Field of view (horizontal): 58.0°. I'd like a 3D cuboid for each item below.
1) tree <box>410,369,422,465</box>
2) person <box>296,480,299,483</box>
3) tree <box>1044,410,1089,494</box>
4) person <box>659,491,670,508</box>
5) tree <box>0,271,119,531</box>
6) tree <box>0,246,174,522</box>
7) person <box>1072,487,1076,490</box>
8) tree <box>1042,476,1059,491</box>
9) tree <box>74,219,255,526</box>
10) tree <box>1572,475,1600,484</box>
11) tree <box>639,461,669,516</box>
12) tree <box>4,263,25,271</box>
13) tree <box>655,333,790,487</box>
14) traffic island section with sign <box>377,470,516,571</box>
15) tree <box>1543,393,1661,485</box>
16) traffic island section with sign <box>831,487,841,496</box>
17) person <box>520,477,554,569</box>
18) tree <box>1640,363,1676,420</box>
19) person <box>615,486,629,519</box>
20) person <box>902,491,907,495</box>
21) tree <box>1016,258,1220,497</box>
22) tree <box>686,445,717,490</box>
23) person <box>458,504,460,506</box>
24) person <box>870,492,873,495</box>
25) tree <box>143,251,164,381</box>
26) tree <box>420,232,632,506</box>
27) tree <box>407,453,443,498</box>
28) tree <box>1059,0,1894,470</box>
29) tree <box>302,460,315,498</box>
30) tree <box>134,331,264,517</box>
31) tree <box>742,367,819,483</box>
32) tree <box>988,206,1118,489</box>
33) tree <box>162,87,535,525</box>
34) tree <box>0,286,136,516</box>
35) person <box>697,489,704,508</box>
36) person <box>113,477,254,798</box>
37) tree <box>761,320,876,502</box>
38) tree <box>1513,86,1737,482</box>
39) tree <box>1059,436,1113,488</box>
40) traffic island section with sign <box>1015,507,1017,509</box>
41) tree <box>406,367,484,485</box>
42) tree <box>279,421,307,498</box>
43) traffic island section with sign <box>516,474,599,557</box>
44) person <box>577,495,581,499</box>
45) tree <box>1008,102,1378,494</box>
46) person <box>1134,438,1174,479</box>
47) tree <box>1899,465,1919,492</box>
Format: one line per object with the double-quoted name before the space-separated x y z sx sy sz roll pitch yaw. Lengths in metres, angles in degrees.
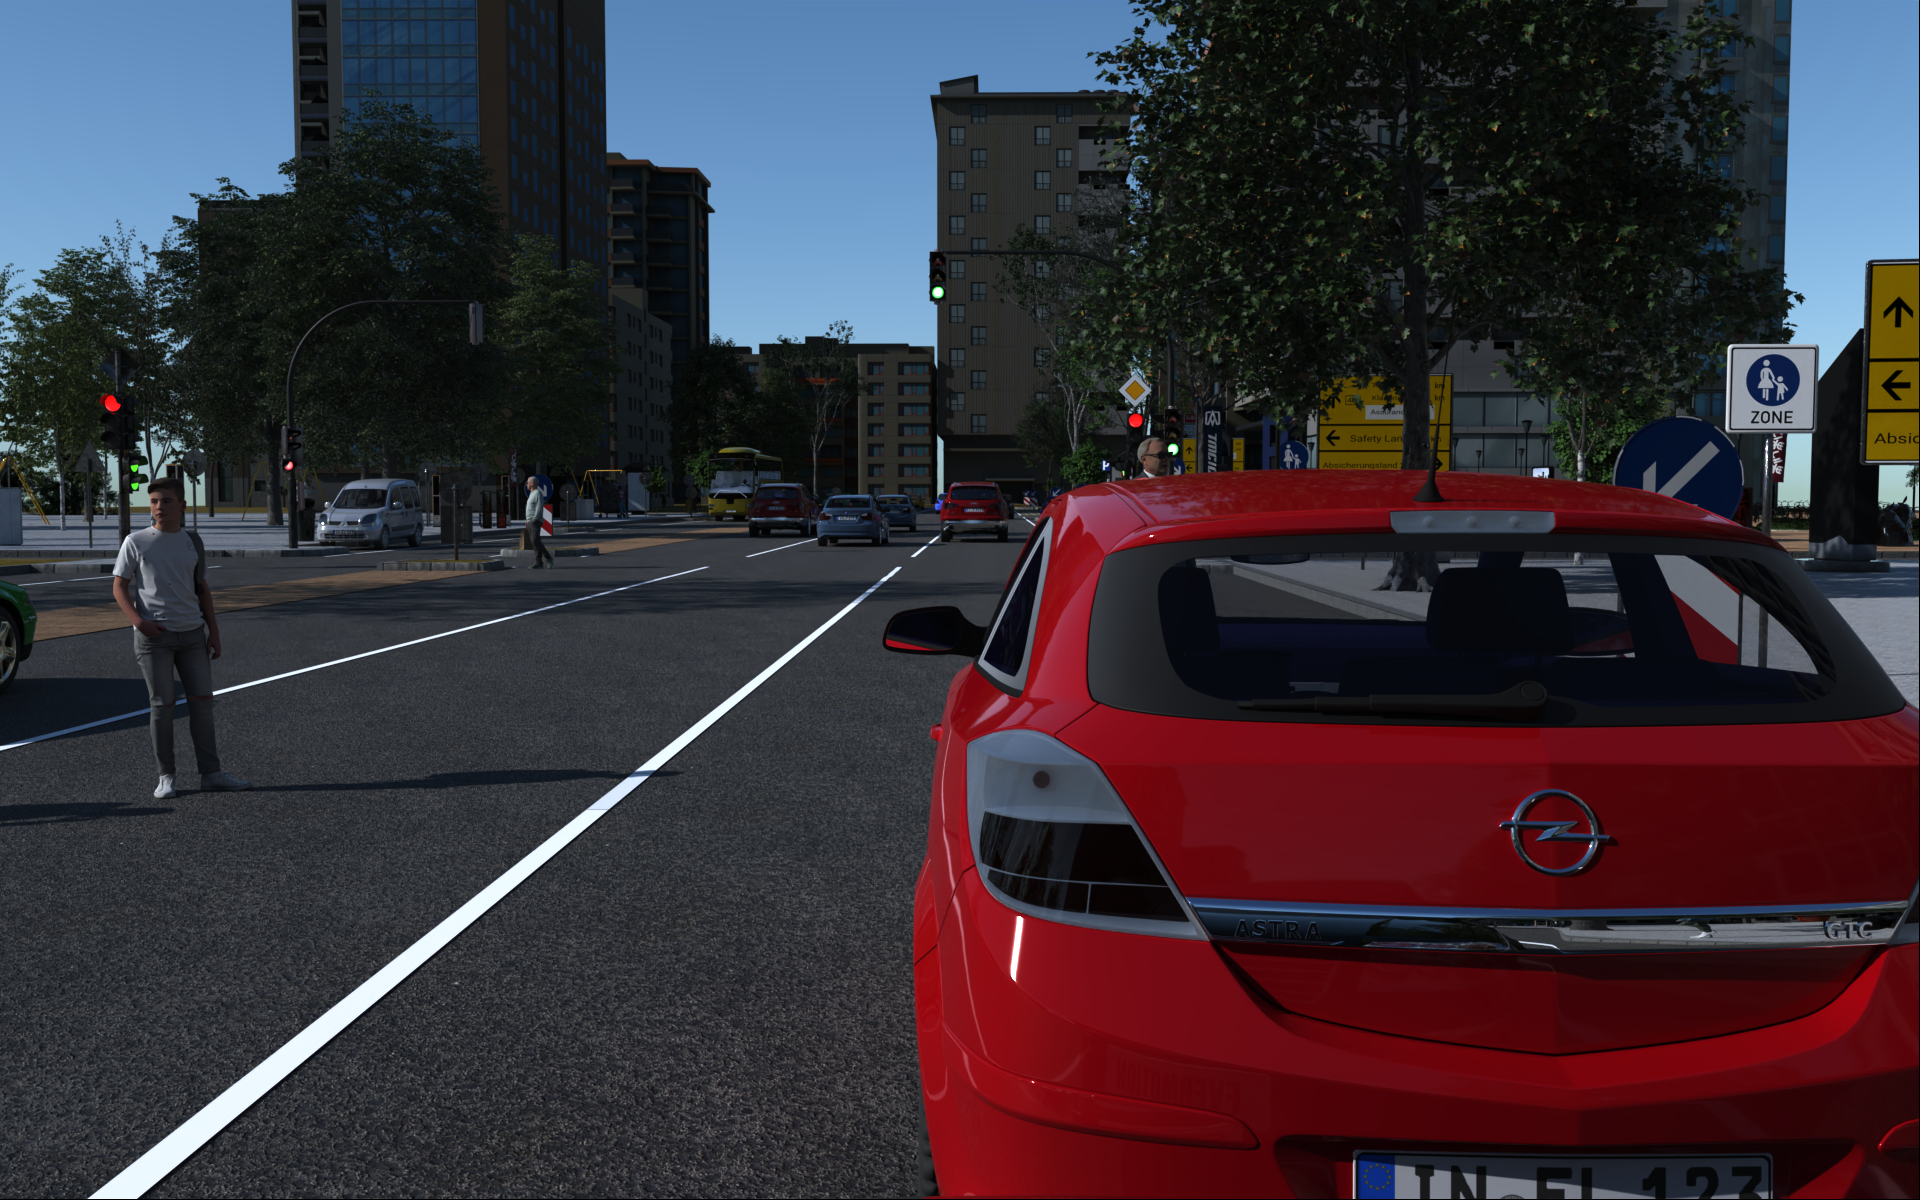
"tree" -30.203 -11.350 103.696 7.486 12.596 7.792 0 3 0
"person" -24.622 -3.567 64.589 0.641 1.798 0.478 1 4 18
"tree" 9.230 -12.292 151.338 4.737 8.622 4.395 0 3 0
"person" -28.075 -9.649 164.531 0.721 1.736 1.217 3 5 42
"tree" -31.088 -6.724 60.301 4.737 8.622 4.395 0 3 0
"tree" -39.938 -9.897 79.948 7.486 12.596 7.792 0 3 0
"person" 7.218 -6.204 108.044 0.524 1.755 0.480 -2 4 -26
"tree" 9.734 -11.516 182.893 1.663 3.219 1.824 0 3 0
"tree" -21.863 -5.927 47.262 4.360 8.622 3.978 0 3 0
"tree" 21.528 -3.960 59.353 1.663 3.219 1.824 0 3 0
"tree" -17.720 -6.530 101.362 1.663 3.219 1.824 0 3 0
"tree" -30.199 -6.379 54.654 4.737 8.622 4.395 0 3 0
"tree" -17.404 -12.651 123.844 9.611 12.733 9.660 0 3 0
"traffic island section with sign" -9.794 -1.522 33.014 2.006 1.907 1.989 0 4 1
"tree" 17.410 -3.859 46.816 4.285 4.588 4.351 0 3 0
"traffic island section with sign" -8.317 -6.569 115.546 2.006 1.907 1.989 0 4 1
"person" -8.151 -1.488 33.314 0.515 1.767 0.782 -2 4 -30
"tree" 35.998 -8.602 91.012 4.737 8.622 4.395 0 3 0
"person" -17.390 -5.029 89.108 0.643 1.720 0.563 1 4 16
"person" -6.169 -11.269 192.887 1.348 1.807 0.705 1 4 11
"tree" 7.462 -8.889 71.095 9.928 11.665 9.643 0 3 0
"tree" -16.343 -8.021 114.862 4.285 4.588 4.351 0 3 0
"person" -32.157 -6.460 111.445 0.755 1.850 0.659 -1 4 -18
"person" -9.150 -10.302 178.401 0.415 1.643 0.593 1 4 10
"tree" -28.103 -10.048 70.943 9.857 13.997 8.962 0 3 0
"tree" -18.364 -9.662 76.097 7.486 12.596 7.792 0 3 0
"tree" -35.441 -9.977 113.486 4.737 8.622 4.395 0 3 0
"tree" 5.967 -6.469 22.771 9.611 12.733 9.660 0 3 0
"tree" -42.208 -9.906 112.328 4.360 8.622 3.978 0 3 0
"tree" -41.815 -9.891 96.128 8.767 10.594 7.601 0 4 -7
"tree" -16.514 -14.510 155.363 7.486 12.596 7.792 0 3 0
"tree" 8.851 -15.633 111.496 12.611 20.169 13.585 0 3 0
"tree" -18.628 -9.156 56.353 9.857 13.997 8.962 0 3 0
"tree" -60.625 -12.607 107.947 18.604 14.587 13.155 -1 4 -10
"person" -24.271 -9.419 160.825 0.721 1.735 1.217 3 5 44
"person" -3.717 0.174 8.254 0.523 1.515 0.503 1 4 13
"tree" -14.141 -20.247 186.931 12.611 20.169 13.585 0 3 0
"tree" 11.440 -4.938 31.098 4.360 8.622 3.978 0 3 0
"tree" 7.395 -6.984 97.909 4.285 4.588 4.351 0 3 0
"traffic island section with sign" 6.398 -9.821 169.203 1.989 1.847 2.006 0 4 1
"tree" -25.150 -8.149 83.602 4.360 8.622 3.978 0 3 0
"tree" -40.549 -9.546 106.446 4.737 8.622 4.395 0 3 0
"traffic island section with sign" -9.652 -1.975 40.420 2.006 1.907 1.989 0 4 1
"person" -22.747 -5.675 103.849 0.505 1.210 0.382 3 5 41
"tree" 7.127 -8.565 50.410 12.009 13.543 11.850 0 3 0
"person" 1.352 -0.167 11.408 0.661 1.801 0.590 -3 4 -37
"tree" 61.464 -8.556 102.799 11.467 7.101 20.602 1 4 11
